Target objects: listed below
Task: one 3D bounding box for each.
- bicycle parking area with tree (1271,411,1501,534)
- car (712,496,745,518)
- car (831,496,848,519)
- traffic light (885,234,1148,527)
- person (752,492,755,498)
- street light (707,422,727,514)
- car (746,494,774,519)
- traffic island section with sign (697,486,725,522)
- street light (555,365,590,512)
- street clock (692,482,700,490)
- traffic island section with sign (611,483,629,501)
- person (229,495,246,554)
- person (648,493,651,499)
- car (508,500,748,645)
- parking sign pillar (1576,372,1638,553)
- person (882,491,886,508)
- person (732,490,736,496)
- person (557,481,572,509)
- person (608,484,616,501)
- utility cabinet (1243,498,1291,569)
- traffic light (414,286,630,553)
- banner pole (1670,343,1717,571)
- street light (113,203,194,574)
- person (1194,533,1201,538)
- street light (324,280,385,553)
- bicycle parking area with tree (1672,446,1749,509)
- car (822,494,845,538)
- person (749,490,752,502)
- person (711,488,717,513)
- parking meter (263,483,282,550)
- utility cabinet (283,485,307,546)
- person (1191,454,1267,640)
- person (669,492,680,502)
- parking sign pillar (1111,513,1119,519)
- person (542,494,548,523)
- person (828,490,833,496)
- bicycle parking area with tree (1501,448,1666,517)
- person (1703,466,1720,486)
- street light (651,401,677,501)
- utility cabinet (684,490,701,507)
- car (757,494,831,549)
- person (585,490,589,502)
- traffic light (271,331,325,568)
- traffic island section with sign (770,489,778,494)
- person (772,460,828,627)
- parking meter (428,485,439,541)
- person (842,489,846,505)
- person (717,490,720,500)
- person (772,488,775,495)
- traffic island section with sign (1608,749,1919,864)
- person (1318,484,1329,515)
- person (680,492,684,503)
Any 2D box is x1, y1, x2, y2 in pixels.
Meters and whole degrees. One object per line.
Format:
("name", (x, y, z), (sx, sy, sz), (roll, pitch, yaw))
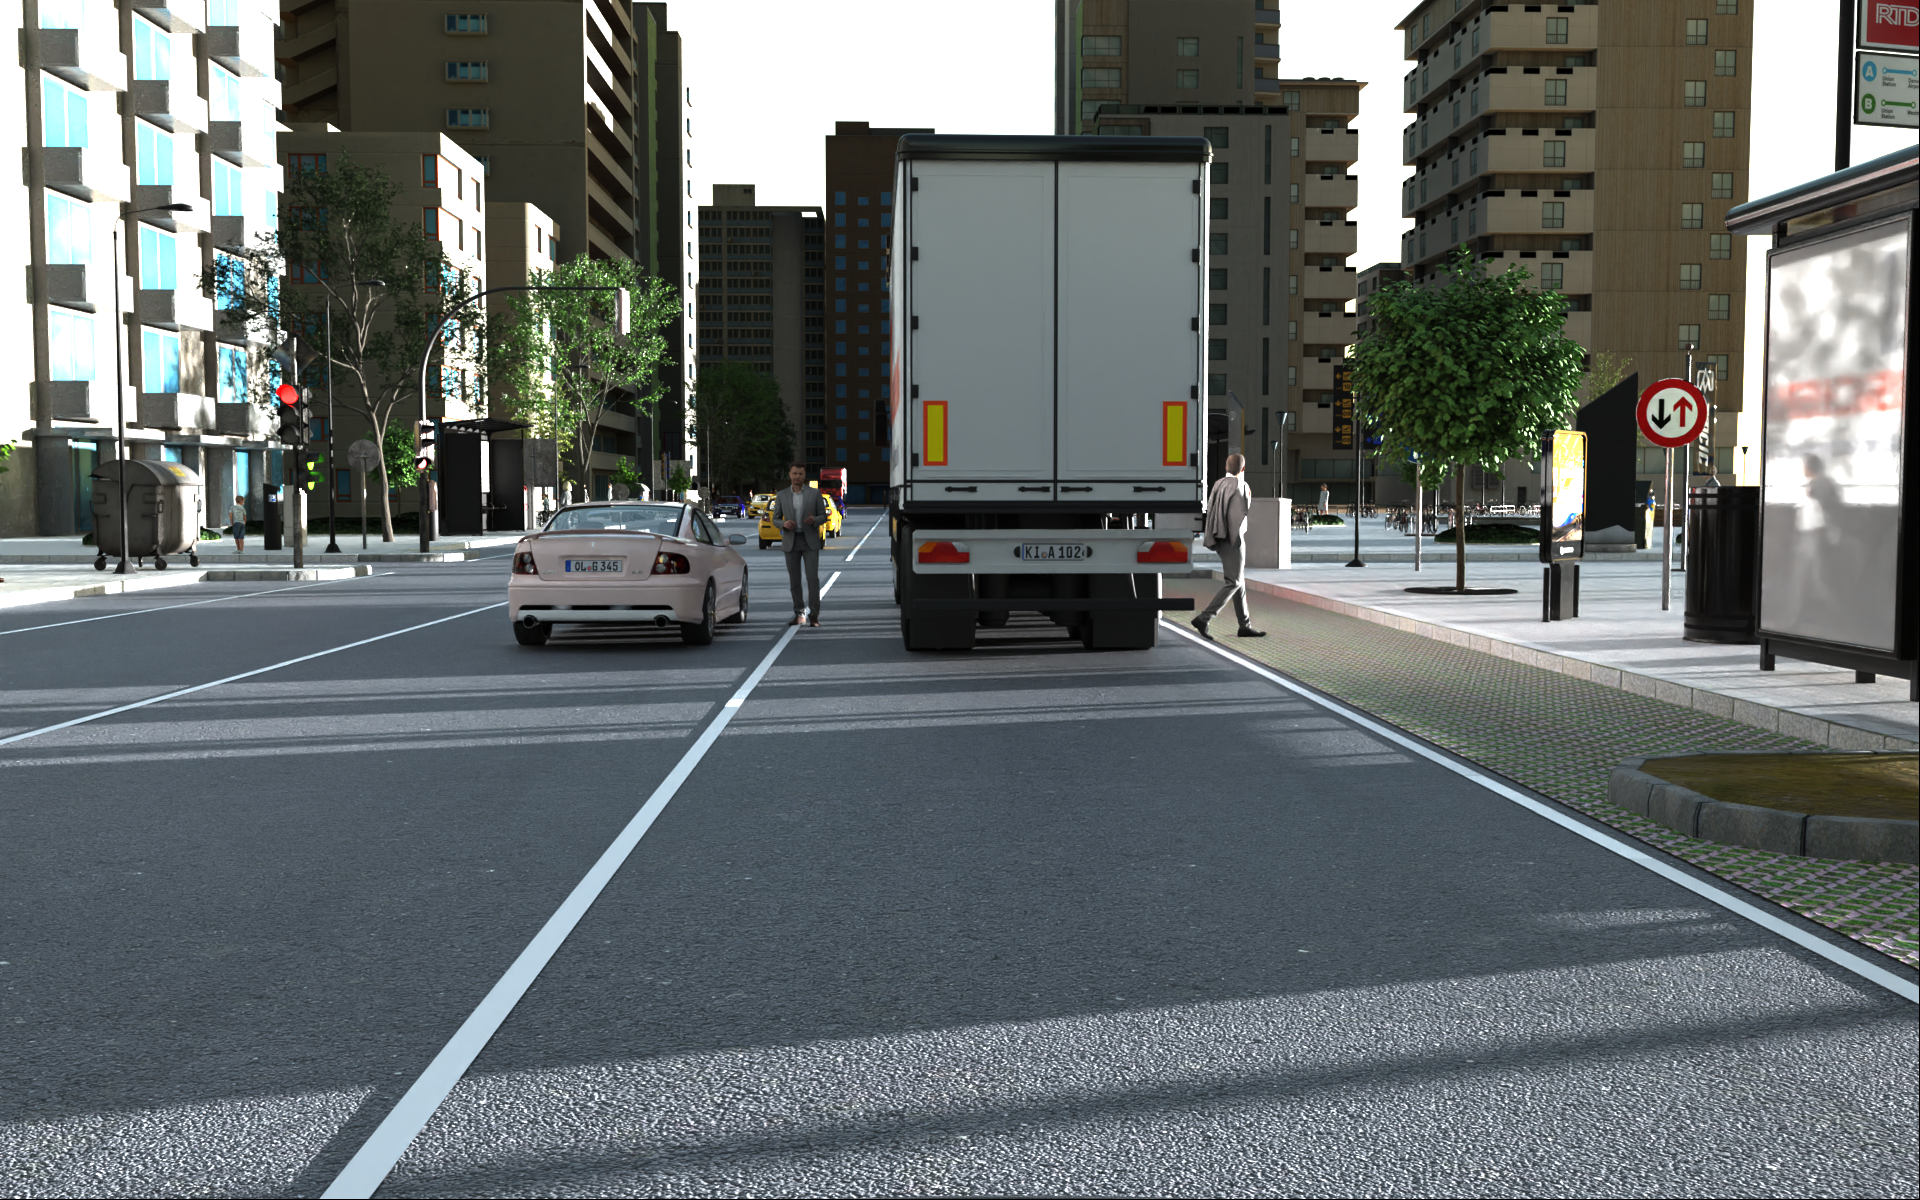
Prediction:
("bicycle parking area with tree", (13.606, -4.429, 59.422), (8.231, 4.147, 9.016), (2, 4, 24))
("car", (-13.874, -5.588, 103.942), (1.945, 1.354, 3.894), (0, 4, -3))
("car", (-7.446, -5.321, 99.571), (1.945, 1.354, 3.894), (0, 4, -1))
("traffic light", (1.093, -3.400, 30.264), (4.771, 5.953, 1.251), (0, 4, -2))
("person", (-17.457, -8.410, 146.799), (0.557, 1.426, 1.065), (-2, 4, -28))
("street light", (-15.683, -8.501, 111.532), (1.470, 5.913, 1.316), (0, 4, -2))
("car", (-11.453, -5.569, 101.278), (2.015, 1.641, 3.980), (0, 4, -3))
("traffic island section with sign", (-13.231, -4.953, 89.613), (1.989, 1.847, 2.006), (0, 4, -2))
("street light", (-13.994, -5.494, 62.368), (1.470, 5.913, 1.316), (0, 4, -2))
("street clock", (-16.190, -6.215, 106.188), (0.471, 2.002, 0.358), (2, 4, 28))
("traffic island section with sign", (-12.311, -3.306, 62.674), (1.989, 1.847, 2.006), (0, 4, -2))
("person", (-15.550, -1.624, 37.286), (0.332, 1.250, 0.352), (0, 4, 1))
("person", (-21.892, -7.034, 121.735), (0.721, 1.739, 1.217), (1, 4, 15))
("car", (-3.298, -0.335, 17.833), (2.083, 1.381, 4.827), (0, 4, 0))
("parking sign pillar", (14.274, -3.054, 38.406), (1.447, 3.967, 1.447), (0, 4, 1))
("person", (-7.514, -9.967, 172.004), (0.434, 1.755, 0.990), (0, 4, -7))
("person", (-24.202, -10.939, 185.695), (0.445, 1.727, 0.742), (0, 4, 4))
("person", (-11.496, -2.545, 50.286), (0.526, 1.800, 0.537), (1, 4, 15))
("person", (-18.130, -5.135, 90.098), (0.850, 1.850, 0.679), (0, 4, 1))
("utility cabinet", (5.314, -1.163, 30.171), (0.306, 1.237, 1.020), (-2, 4, -32))
("traffic light", (-9.658, -3.876, 38.047), (4.771, 5.953, 1.251), (0, 4, -2))
("banner pole", (12.279, -2.377, 28.876), (0.863, 3.779, 0.401), (-1, 4, -23))
("street light", (-12.941, -3.380, 27.804), (1.470, 5.913, 1.316), (0, 4, -2))
("person", (7.134, -2.741, 50.726), (0.748, 1.841, 0.638), (0, 4, -1))
("street light", (-13.200, -3.990, 37.781), (1.470, 5.913, 1.316), (0, 4, -2))
("bicycle parking area with tree", (45.774, -7.296, 106.286), (9.016, 4.147, 8.231), (-1, 4, -22))
("car", (-4.892, -2.910, 57.801), (2.015, 1.641, 3.980), (0, 4, 0))
("person", (-20.869, -10.183, 173.244), (0.721, 1.736, 1.217), (0, 4, -5))
("person", (-16.750, -6.759, 117.372), (0.721, 1.723, 1.217), (0, 3, 0))
("parking meter", (-15.784, -1.917, 39.754), (0.372, 1.533, 0.369), (0, 3, 0))
("utility cabinet", (-16.312, -2.066, 42.464), (0.318, 1.500, 1.173), (-1, 4, -9))
("person", (2.678, -0.519, 17.087), (0.850, 1.850, 0.679), (-1, 4, -16))
("person", (-19.966, -7.099, 122.251), (1.348, 1.807, 0.705), (2, 4, 30))
("parking sign pillar", (5.221, -4.432, 60.931), (1.447, 3.967, 1.447), (1, 4, 20))
("person", (-18.694, -4.139, 77.990), (0.425, 1.301, 0.394), (3, 5, 42))
("person", (-9.663, -7.452, 130.791), (0.568, 1.767, 0.683), (1, 4, 8))
("bicycle parking area with tree", (32.216, -6.629, 95.384), (9.016, 4.147, 8.231), (-2, 4, -31))
("person", (13.682, -1.564, 31.720), (0.767, 1.812, 0.694), (1, 4, 20))
("street light", (-14.846, -6.978, 86.628), (1.470, 5.913, 1.316), (0, 4, -2))
("utility cabinet", (-16.195, -5.889, 104.960), (0.318, 1.500, 1.173), (3, 4, 39))
("car", (-4.465, -2.214, 46.423), (2.015, 1.641, 3.980), (0, 4, -3))
("person", (-20.410, -5.366, 93.657), (0.818, 1.842, 0.514), (0, 4, 4))
("traffic light", (-11.471, -2.510, 29.960), (0.839, 4.253, 0.868), (0, 4, -2))
("traffic island section with sign", (-14.956, -8.022, 139.784), (1.989, 1.847, 2.006), (0, 4, -2))
("person", (-1.746, -0.617, 18.793), (0.606, 1.804, 0.583), (0, 4, -1))
("parking meter", (-14.399, -2.370, 47.161), (0.372, 1.533, 0.369), (0, 3, 0))
("person", (-8.553, -7.275, 127.426), (0.705, 1.826, 1.348), (0, 4, -7))
("person", (-26.405, -11.193, 189.772), (0.721, 1.736, 1.217), (0, 4, -5))
("person", (-12.430, -6.572, 115.922), (0.705, 1.831, 1.348), (-2, 4, -24))
("traffic island section with sign", (4.016, 0.063, 7.599), (1.989, 1.847, 2.006), (0, 4, -2))
("person", (15.868, -4.207, 75.584), (0.466, 1.731, 0.760), (1, 4, 21))
("person", (-17.673, -6.435, 111.110), (0.638, 1.841, 0.748), (-1, 4, -13))
